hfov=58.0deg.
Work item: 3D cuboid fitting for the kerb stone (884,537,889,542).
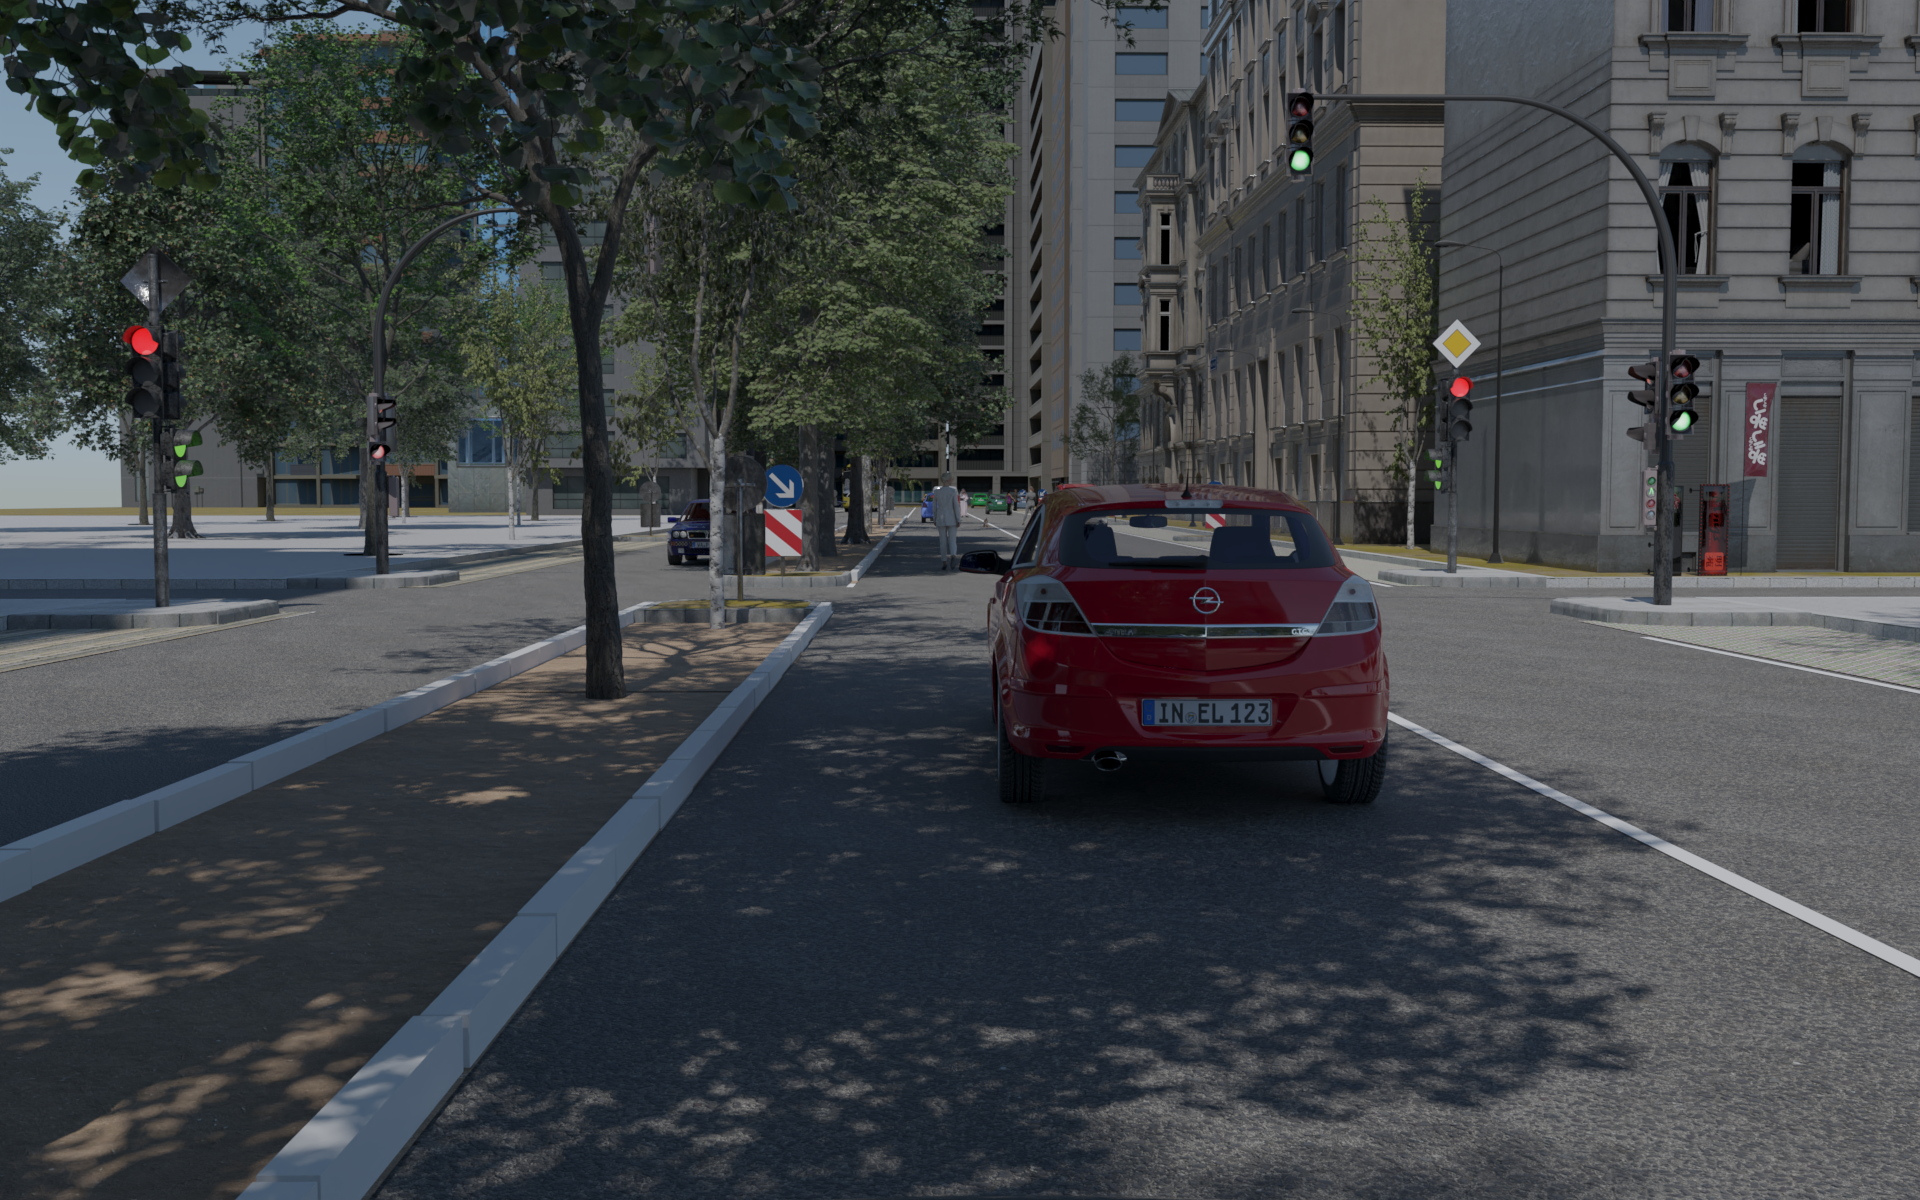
[{"bbox_3d":[-2.120,-1.600,48.386,0.120,0.150,1.000,0,4,-1],"label":"kerb stone"}]

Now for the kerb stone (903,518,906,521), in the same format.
[{"bbox_3d":[-2.771,-3.670,82.198,0.120,0.150,1.000,0,4,-1],"label":"kerb stone"}]

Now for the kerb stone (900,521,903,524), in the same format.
[{"bbox_3d":[-2.619,-3.166,74.005,0.120,0.150,1.000,0,4,-1],"label":"kerb stone"}]

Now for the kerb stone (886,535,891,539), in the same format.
[{"bbox_3d":[-2.161,-1.727,50.436,0.120,0.150,1.000,0,4,-1],"label":"kerb stone"}]

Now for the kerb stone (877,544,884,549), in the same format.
[{"bbox_3d":[-2.000,-1.226,42.241,0.120,0.150,1.000,0,4,-1],"label":"kerb stone"}]

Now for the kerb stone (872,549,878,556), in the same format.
[{"bbox_3d":[-1.930,-0.973,38.132,0.120,0.150,1.000,0,4,-1],"label":"kerb stone"}]

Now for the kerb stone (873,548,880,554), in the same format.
[{"bbox_3d":[-1.941,-1.037,39.154,0.120,0.150,1.000,0,4,-1],"label":"kerb stone"}]

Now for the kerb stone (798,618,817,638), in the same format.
[{"bbox_3d":[-1.527,0.315,17.076,0.120,0.150,1.000,0,4,-1],"label":"kerb stone"}]

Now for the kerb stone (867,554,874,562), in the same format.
[{"bbox_3d":[-1.873,-0.783,35.056,0.120,0.150,1.000,0,4,-1],"label":"kerb stone"}]

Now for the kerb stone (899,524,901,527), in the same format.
[{"bbox_3d":[-2.514,-2.854,68.888,0.120,0.150,1.000,0,4,-1],"label":"kerb stone"}]

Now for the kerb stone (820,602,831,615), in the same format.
[{"bbox_3d":[-1.583,0.132,20.157,0.120,0.150,1.000,0,4,-1],"label":"kerb stone"}]

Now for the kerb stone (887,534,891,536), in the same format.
[{"bbox_3d":[-2.181,-1.790,51.458,0.120,0.150,1.000,0,4,-1],"label":"kerb stone"}]

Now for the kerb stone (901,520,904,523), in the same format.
[{"bbox_3d":[-2.671,-3.348,77.082,0.120,0.150,1.000,0,4,-1],"label":"kerb stone"}]

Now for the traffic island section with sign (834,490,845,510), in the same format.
[{"bbox_3d":[-11.418,-9.097,157.360,1.989,1.847,2.006,0,4,-1],"label":"traffic island section with sign"}]

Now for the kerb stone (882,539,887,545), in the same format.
[{"bbox_3d":[-2.082,-1.473,46.340,0.120,0.150,1.000,0,4,-1],"label":"kerb stone"}]

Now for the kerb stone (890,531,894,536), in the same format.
[{"bbox_3d":[-2.259,-2.037,55.562,0.120,0.150,1.000,0,4,-1],"label":"kerb stone"}]

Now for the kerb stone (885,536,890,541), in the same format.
[{"bbox_3d":[-2.145,-1.665,49.414,0.120,0.150,1.000,0,4,-1],"label":"kerb stone"}]

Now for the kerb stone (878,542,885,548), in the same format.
[{"bbox_3d":[-2.020,-1.289,43.263,0.120,0.150,1.000,0,4,-1],"label":"kerb stone"}]

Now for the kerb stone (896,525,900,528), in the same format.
[{"bbox_3d":[-2.451,-2.668,65.810,0.120,0.150,1.000,0,4,-1],"label":"kerb stone"}]

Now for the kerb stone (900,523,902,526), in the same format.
[{"bbox_3d":[-2.548,-2.981,70.935,0.120,0.150,1.000,0,4,-1],"label":"kerb stone"}]

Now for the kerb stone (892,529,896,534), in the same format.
[{"bbox_3d":[-2.311,-2.229,58.632,0.120,0.150,1.000,0,4,-1],"label":"kerb stone"}]

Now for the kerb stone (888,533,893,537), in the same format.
[{"bbox_3d":[-2.229,-1.915,53.509,0.120,0.150,1.000,0,4,-1],"label":"kerb stone"}]

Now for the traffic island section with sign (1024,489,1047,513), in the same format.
[{"bbox_3d":[6.042,-7.409,129.772,1.989,1.847,2.006,0,4,-1],"label":"traffic island section with sign"}]

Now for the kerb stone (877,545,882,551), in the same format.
[{"bbox_3d":[-1.991,-1.164,41.219,0.120,0.150,1.000,0,4,-1],"label":"kerb stone"}]

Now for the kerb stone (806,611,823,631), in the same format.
[{"bbox_3d":[-1.546,0.252,18.103,0.120,0.150,1.000,0,4,-1],"label":"kerb stone"}]

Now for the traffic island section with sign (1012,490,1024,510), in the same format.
[{"bbox_3d":[5.517,-9.060,156.764,1.989,1.847,2.006,0,4,-1],"label":"traffic island section with sign"}]

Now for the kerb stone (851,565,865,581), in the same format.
[{"bbox_3d":[-1.770,-0.472,29.927,0.120,0.150,1.000,0,4,-1],"label":"kerb stone"}]

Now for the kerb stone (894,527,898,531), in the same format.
[{"bbox_3d":[-2.385,-2.417,61.718,0.120,0.150,1.000,0,4,-1],"label":"kerb stone"}]

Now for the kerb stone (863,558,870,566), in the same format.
[{"bbox_3d":[-1.834,-0.661,33.002,0.120,0.150,1.000,0,4,-1],"label":"kerb stone"}]

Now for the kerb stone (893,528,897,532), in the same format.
[{"bbox_3d":[-2.336,-2.291,59.655,0.120,0.150,1.000,0,4,-1],"label":"kerb stone"}]

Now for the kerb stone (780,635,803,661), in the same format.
[{"bbox_3d":[-1.482,0.438,15.032,0.120,0.150,1.000,0,4,-1],"label":"kerb stone"}]

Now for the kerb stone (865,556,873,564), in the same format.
[{"bbox_3d":[-1.841,-0.722,34.029,0.120,0.150,1.000,0,4,-1],"label":"kerb stone"}]

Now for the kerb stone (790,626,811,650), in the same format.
[{"bbox_3d":[-1.500,0.376,16.054,0.120,0.150,1.000,0,4,-1],"label":"kerb stone"}]

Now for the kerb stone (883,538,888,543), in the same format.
[{"bbox_3d":[-2.108,-1.539,47.364,0.120,0.150,1.000,0,4,-1],"label":"kerb stone"}]

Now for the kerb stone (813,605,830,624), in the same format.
[{"bbox_3d":[-1.555,0.187,19.135,0.120,0.150,1.000,0,4,-1],"label":"kerb stone"}]

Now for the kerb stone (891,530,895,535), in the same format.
[{"bbox_3d":[-2.278,-2.103,56.585,0.120,0.150,1.000,0,4,-1],"label":"kerb stone"}]

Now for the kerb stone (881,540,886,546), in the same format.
[{"bbox_3d":[-2.067,-1.414,45.316,0.120,0.150,1.000,0,4,-1],"label":"kerb stone"}]

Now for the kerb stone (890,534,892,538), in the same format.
[{"bbox_3d":[-2.201,-1.850,52.484,0.120,0.150,1.000,0,4,-1],"label":"kerb stone"}]

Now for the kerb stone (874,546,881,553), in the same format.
[{"bbox_3d":[-1.969,-1.098,40.187,0.120,0.150,1.000,0,4,-1],"label":"kerb stone"}]

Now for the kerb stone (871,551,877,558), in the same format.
[{"bbox_3d":[-1.903,-0.912,37.100,0.120,0.150,1.000,0,4,-1],"label":"kerb stone"}]

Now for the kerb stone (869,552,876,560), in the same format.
[{"bbox_3d":[-1.882,-0.848,36.078,0.120,0.150,1.000,0,4,-1],"label":"kerb stone"}]

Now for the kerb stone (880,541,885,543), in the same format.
[{"bbox_3d":[-2.050,-1.351,44.292,0.120,0.150,1.000,0,4,-1],"label":"kerb stone"}]

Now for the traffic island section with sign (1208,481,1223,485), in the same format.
[{"bbox_3d":[7.519,-2.691,52.631,1.989,1.847,2.006,0,4,-1],"label":"traffic island section with sign"}]

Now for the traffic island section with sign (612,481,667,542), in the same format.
[{"bbox_3d":[-9.408,-2.688,52.573,1.989,1.847,2.006,0,4,-1],"label":"traffic island section with sign"}]

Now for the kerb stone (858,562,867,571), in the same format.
[{"bbox_3d":[-1.788,-0.535,30.949,0.120,0.150,1.000,0,4,-1],"label":"kerb stone"}]

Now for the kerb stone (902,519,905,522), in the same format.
[{"bbox_3d":[-2.734,-3.543,80.148,0.120,0.150,1.000,0,4,-1],"label":"kerb stone"}]

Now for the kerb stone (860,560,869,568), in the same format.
[{"bbox_3d":[-1.805,-0.598,31.977,0.120,0.150,1.000,0,4,-1],"label":"kerb stone"}]

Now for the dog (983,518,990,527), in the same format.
[{"bbox_3d":[1.200,-3.331,74.661,0.550,0.427,0.748,3,4,38],"label":"dog"}]

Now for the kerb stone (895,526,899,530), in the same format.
[{"bbox_3d":[-2.416,-2.543,63.766,0.120,0.150,1.000,0,4,-1],"label":"kerb stone"}]
